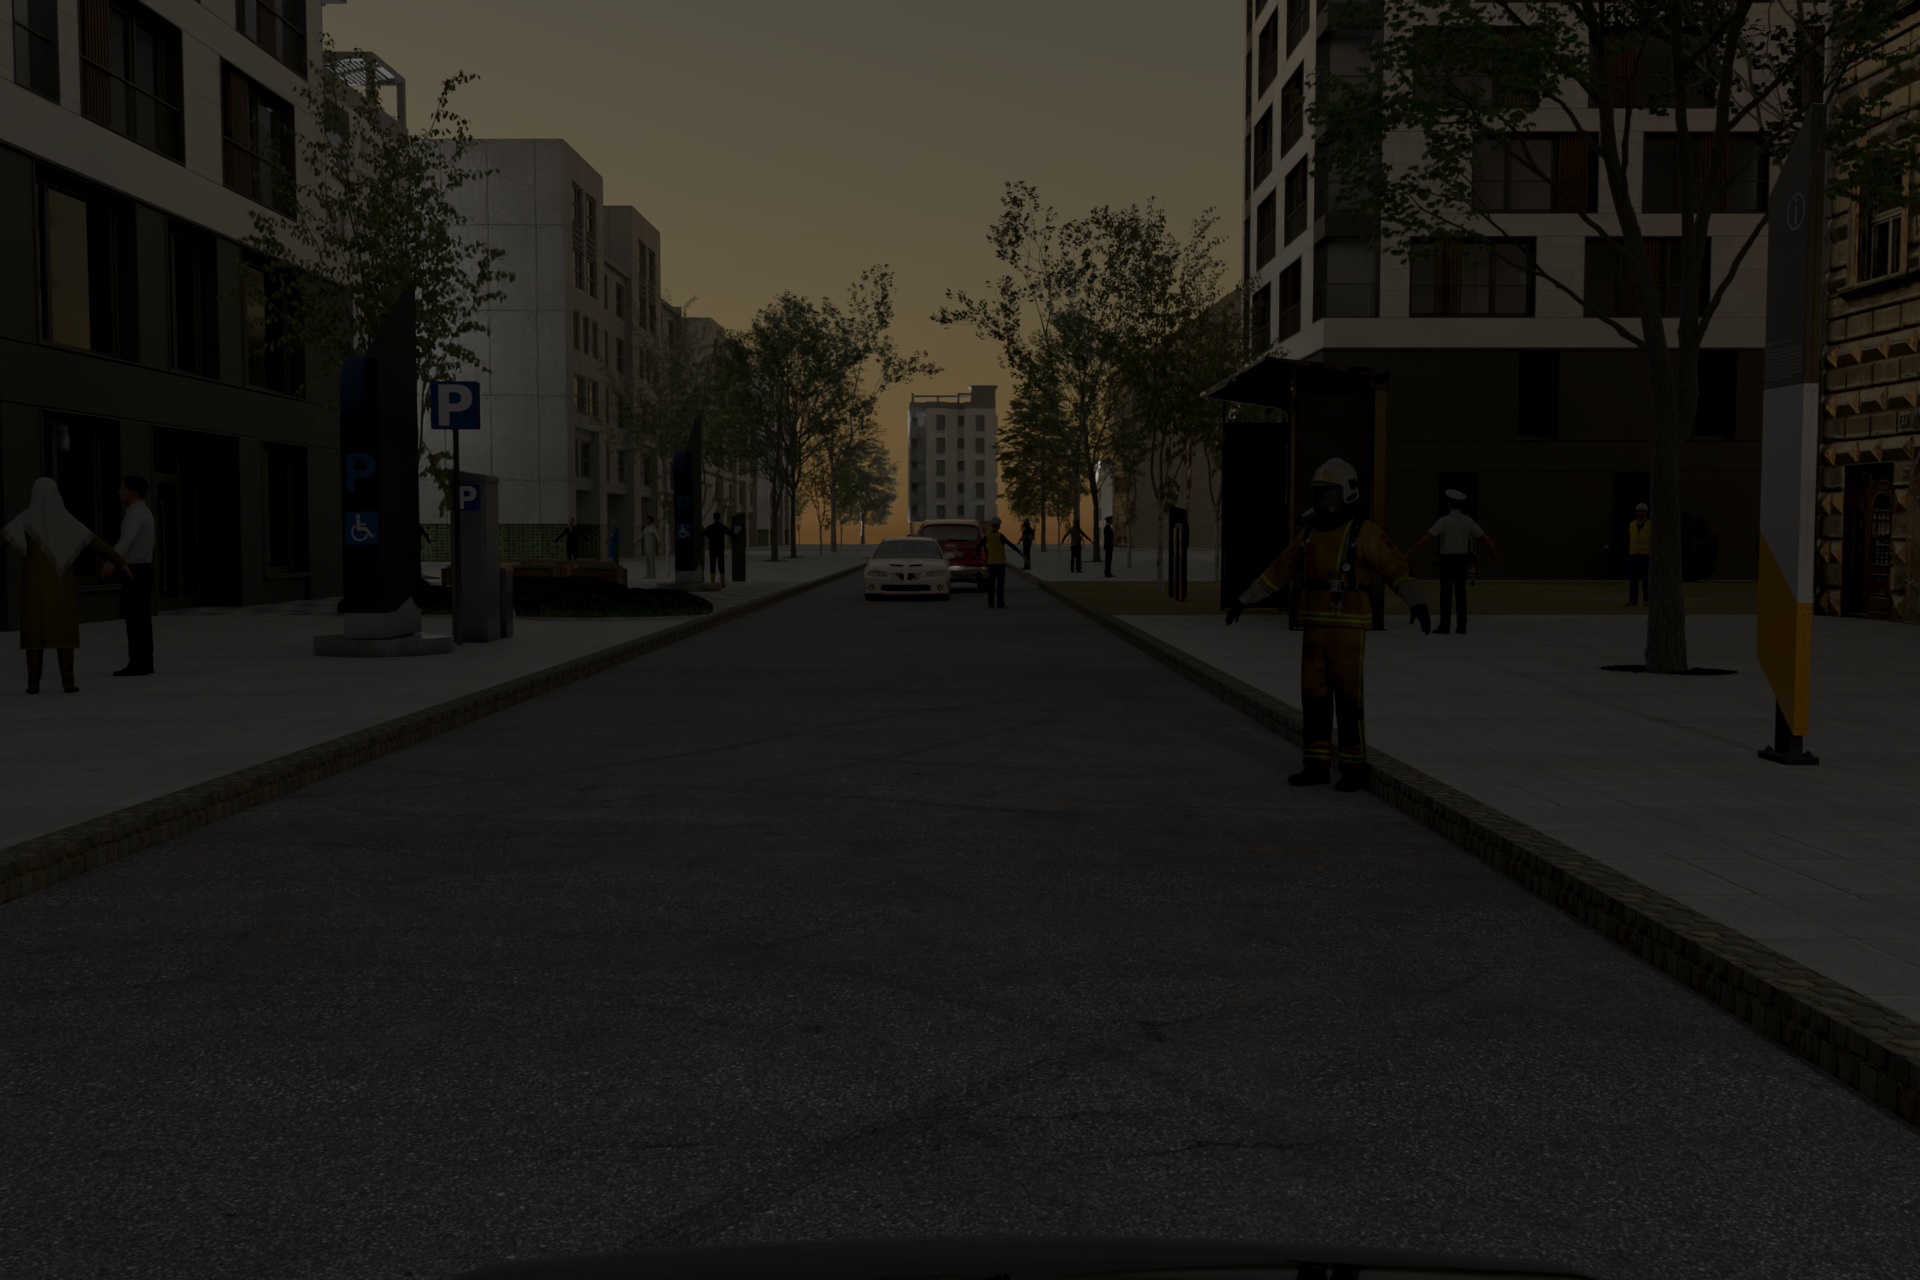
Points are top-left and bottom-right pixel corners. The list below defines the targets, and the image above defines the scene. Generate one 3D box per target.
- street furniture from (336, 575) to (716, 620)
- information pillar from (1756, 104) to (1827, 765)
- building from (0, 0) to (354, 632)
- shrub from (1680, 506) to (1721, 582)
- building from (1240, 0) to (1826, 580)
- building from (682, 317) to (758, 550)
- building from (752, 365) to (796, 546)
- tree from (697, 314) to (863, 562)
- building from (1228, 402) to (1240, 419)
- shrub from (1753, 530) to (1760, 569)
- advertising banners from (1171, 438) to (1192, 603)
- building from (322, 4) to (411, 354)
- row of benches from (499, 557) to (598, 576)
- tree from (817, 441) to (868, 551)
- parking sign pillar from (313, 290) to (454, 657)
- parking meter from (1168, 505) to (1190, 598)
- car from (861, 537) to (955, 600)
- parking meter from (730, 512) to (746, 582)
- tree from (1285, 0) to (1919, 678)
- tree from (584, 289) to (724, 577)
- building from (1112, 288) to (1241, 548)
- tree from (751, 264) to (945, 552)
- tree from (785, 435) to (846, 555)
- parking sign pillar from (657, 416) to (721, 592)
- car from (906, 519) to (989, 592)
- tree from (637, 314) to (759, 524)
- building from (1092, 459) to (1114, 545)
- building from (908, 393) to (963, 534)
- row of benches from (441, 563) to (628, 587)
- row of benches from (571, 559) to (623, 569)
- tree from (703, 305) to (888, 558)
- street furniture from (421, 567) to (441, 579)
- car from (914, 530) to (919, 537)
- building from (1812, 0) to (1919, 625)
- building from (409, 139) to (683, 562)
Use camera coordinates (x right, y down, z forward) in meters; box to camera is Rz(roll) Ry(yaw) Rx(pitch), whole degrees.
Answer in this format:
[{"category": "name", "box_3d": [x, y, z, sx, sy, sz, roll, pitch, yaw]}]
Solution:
[{"category": "street furniture", "box_3d": [-7.748, -0.894, 30.239, 5.734, 0.657, 10.072, -1, 4, -17]}, {"category": "information pillar", "box_3d": [4.670, -1.125, 9.741, 0.183, 3.616, 0.504, 0, 4, 0]}, {"category": "building", "box_3d": [-26.332, -10.739, 19.563, 27.936, 21.610, 32.646, 0, 4, -1]}, {"category": "shrub", "box_3d": [19.453, -2.563, 46.318, 1.690, 2.028, 1.600, 0, 3, 0]}, {"category": "building", "box_3d": [23.895, -13.434, 63.627, 27.936, 21.610, 32.646, 0, 3, 0]}, {"category": "building", "box_3d": [-28.646, -17.786, 157.261, 16.747, 18.905, 31.486, 0, 3, 0]}, {"category": "building", "box_3d": [-28.513, -20.205, 196.807, 16.747, 18.905, 31.486, 0, 4, 0]}, {"category": "tree", "box_3d": [-8.491, -9.471, 80.604, 9.928, 11.665, 9.643, 0, 3, 0]}, {"category": "building", "box_3d": [21.216, -9.319, 94.514, 9.099, 9.664, 28.070, 0, 4, 0]}, {"category": "shrub", "box_3d": [21.640, -2.520, 45.249, 1.661, 2.075, 1.752, 0, 3, 0]}, {"category": "advertising banners", "box_3d": [4.200, -2.239, 32.792, 0.090, 3.025, 2.074, 0, 4, -1]}, {"category": "building", "box_3d": [-27.542, -12.368, 58.633, 16.016, 20.090, 11.380, 0, 4, 0]}, {"category": "row of benches", "box_3d": [-10.699, -1.840, 45.544, 4.104, 0.672, 1.422, 3, 5, 41]}, {"category": "tree", "box_3d": [-9.093, -11.141, 132.511, 4.737, 8.622, 4.395, 0, 3, 0]}, {"category": "parking sign pillar", "box_3d": [-6.217, -1.842, 18.592, 1.447, 3.967, 1.447, 0, 3, 0]}, {"category": "parking meter", "box_3d": [4.423, -1.791, 35.002, 0.399, 1.863, 0.255, 0, 3, 0]}, {"category": "car", "box_3d": [-1.145, -1.625, 38.930, 2.083, 1.381, 4.827, 0, 3, 0]}, {"category": "parking meter", "box_3d": [-5.985, -2.505, 46.672, 0.399, 1.863, 0.255, 0, 4, 0]}, {"category": "tree", "box_3d": [6.578, -5.511, 15.868, 9.928, 11.665, 9.643, 0, 3, 0]}, {"category": "tree", "box_3d": [-8.480, -6.181, 51.425, 4.360, 8.622, 3.978, 0, 3, 0]}, {"category": "building", "box_3d": [24.661, -20.379, 164.123, 19.493, 23.208, 18.063, 0, 4, -1]}, {"category": "tree", "box_3d": [-7.517, -16.178, 120.392, 12.611, 20.169, 13.585, 0, 3, 0]}, {"category": "tree", "box_3d": [-8.531, -9.661, 108.323, 4.360, 8.622, 3.978, 0, 3, 0]}, {"category": "parking sign pillar", "box_3d": [-6.131, -3.095, 39.071, 1.447, 3.967, 1.447, 0, 4, 1]}, {"category": "car", "box_3d": [-0.243, -2.166, 44.091, 2.281, 1.827, 5.304, 0, 4, 0]}, {"category": "tree", "box_3d": [-8.651, -6.554, 57.525, 4.737, 8.622, 4.395, 0, 3, 0]}, {"category": "building", "box_3d": [20.409, -15.456, 194.848, 9.099, 9.664, 28.070, 0, 3, 0]}, {"category": "building", "box_3d": [-6.330, -22.315, 223.724, 11.380, 20.090, 16.016, 0, 4, -5]}, {"category": "row of benches", "box_3d": [-9.230, -1.332, 37.234, 4.104, 0.672, 1.422, 0, 4, 7]}, {"category": "row of benches", "box_3d": [-8.749, -1.598, 41.582, 1.422, 0.672, 4.104, -1, 4, -20]}, {"category": "tree", "box_3d": [-9.012, -11.164, 92.895, 12.009, 13.543, 11.850, 0, 3, 0]}, {"category": "street furniture", "box_3d": [-17.835, -2.205, 42.905, 9.812, 1.723, 11.010, -2, 4, -25]}, {"category": "car", "box_3d": [-2.314, -7.109, 124.907, 2.281, 1.827, 5.304, 0, 3, 0]}, {"category": "building", "box_3d": [22.707, -11.426, 17.746, 19.493, 23.208, 18.063, 0, 4, 0]}, {"category": "building", "box_3d": [-25.977, -13.891, 93.584, 16.747, 18.905, 31.486, 0, 4, 0]}]
